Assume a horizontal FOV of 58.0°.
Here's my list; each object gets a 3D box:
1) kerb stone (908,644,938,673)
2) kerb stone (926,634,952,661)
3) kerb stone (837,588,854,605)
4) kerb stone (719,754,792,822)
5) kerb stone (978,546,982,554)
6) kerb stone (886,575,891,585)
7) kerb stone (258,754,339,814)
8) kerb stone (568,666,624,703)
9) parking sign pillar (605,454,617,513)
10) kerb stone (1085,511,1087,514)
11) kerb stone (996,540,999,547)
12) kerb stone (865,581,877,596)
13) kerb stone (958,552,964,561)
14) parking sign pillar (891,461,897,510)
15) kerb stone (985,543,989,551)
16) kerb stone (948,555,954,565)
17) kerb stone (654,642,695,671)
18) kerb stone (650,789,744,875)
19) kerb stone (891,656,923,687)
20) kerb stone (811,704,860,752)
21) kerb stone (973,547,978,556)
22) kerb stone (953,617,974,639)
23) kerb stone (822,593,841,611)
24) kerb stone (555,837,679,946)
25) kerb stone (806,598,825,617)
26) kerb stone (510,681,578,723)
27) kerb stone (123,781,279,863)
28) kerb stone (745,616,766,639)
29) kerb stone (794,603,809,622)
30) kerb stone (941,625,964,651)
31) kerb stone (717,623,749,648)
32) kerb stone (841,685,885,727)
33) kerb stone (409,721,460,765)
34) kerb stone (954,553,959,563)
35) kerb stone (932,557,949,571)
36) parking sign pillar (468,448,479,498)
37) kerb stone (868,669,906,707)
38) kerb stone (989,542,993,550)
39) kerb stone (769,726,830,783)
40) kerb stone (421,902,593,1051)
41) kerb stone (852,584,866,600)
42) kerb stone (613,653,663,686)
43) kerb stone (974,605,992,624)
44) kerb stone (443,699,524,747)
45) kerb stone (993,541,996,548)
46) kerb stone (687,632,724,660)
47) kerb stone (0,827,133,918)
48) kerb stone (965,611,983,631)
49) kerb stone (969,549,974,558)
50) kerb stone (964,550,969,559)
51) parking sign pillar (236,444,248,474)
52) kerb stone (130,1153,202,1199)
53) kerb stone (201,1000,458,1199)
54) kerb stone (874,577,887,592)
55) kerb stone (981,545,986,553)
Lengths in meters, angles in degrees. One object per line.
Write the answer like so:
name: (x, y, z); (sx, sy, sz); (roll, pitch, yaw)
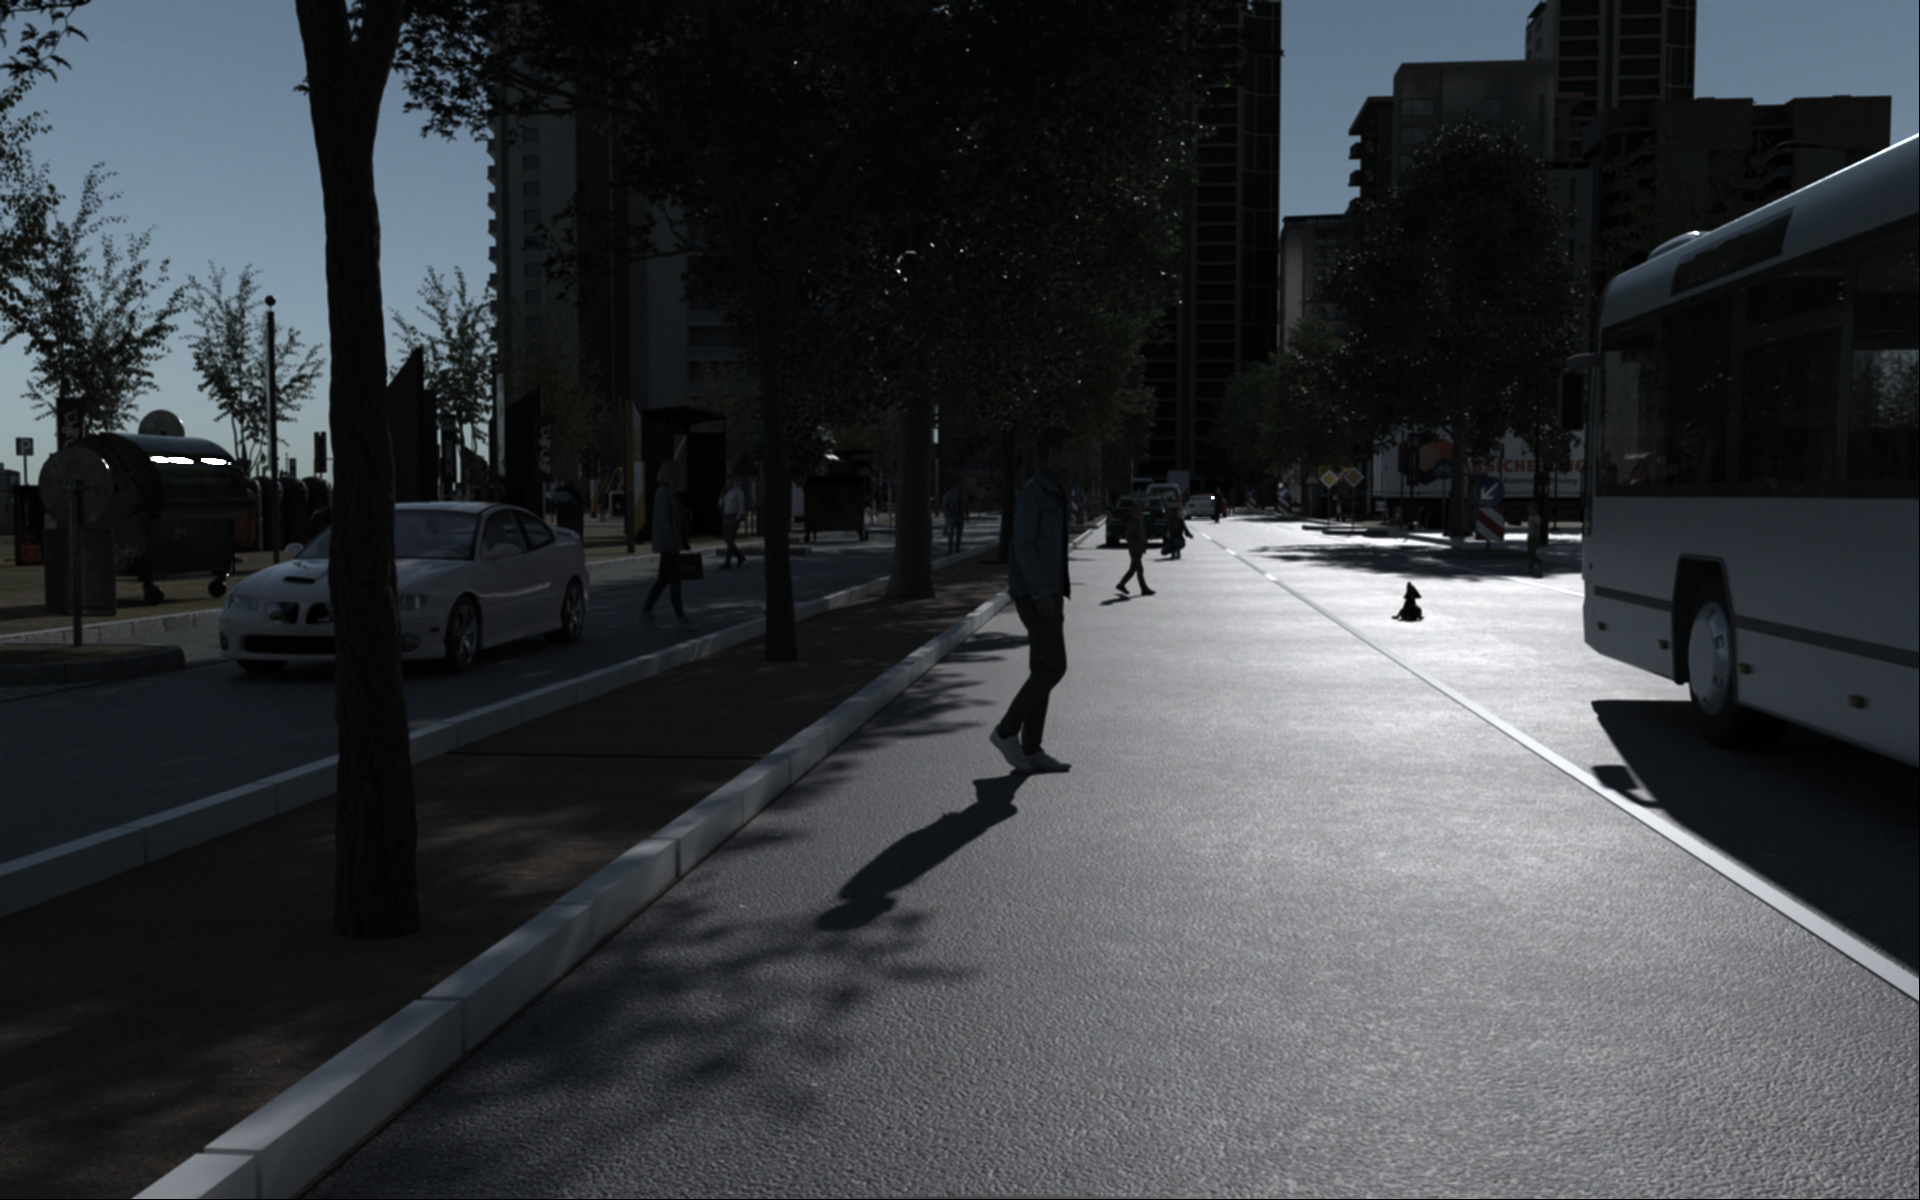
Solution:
kerb stone: (-0.316, 0.496, 14.092); (0.120, 0.150, 1.000); (0, 4, 6)
kerb stone: (-0.209, 0.433, 15.109); (0.120, 0.150, 1.000); (0, 4, 6)
kerb stone: (-1.555, -0.016, 22.465); (0.120, 0.150, 1.000); (0, 4, 6)
kerb stone: (-0.946, 0.871, 7.977); (0.120, 0.150, 1.000); (0, 4, 6)
kerb stone: (0.354, -1.138, 40.807); (0.120, 0.150, 1.000); (0, 4, 6)
kerb stone: (-1.127, -0.267, 26.554); (0.120, 0.150, 1.000); (0, 4, 6)
kerb stone: (-3.039, 0.856, 8.199); (0.120, 0.150, 1.000); (0, 4, 6)
kerb stone: (-2.607, 0.608, 12.276); (0.120, 0.150, 1.000); (0, 4, 6)
parking sign pillar: (-23.229, -7.789, 115.824); (1.447, 3.967, 1.447); (-1, 4, -18)
kerb stone: (9.831, -6.727, 132.173); (0.120, 0.150, 1.000); (0, 4, 6)
kerb stone: (0.874, -1.447, 45.893); (0.120, 0.150, 1.000); (0, 4, 6)
kerb stone: (-1.339, -0.138, 24.508); (0.120, 0.150, 1.000); (0, 4, 6)
kerb stone: (-0.069, -0.889, 36.737); (0.120, 0.150, 1.000); (0, 4, 6)
parking sign pillar: (-5.206, -9.435, 142.741); (1.447, 3.967, 1.447); (1, 4, 10)
kerb stone: (0.560, -1.263, 42.843); (0.120, 0.150, 1.000); (0, 4, 6)
kerb stone: (-0.289, -0.765, 34.705); (0.120, 0.150, 1.000); (0, 4, 6)
kerb stone: (-2.397, 0.485, 14.320); (0.120, 0.150, 1.000); (0, 4, 6)
kerb stone: (-1.050, 0.932, 6.961); (0.120, 0.150, 1.000); (0, 4, 6)
kerb stone: (-0.421, 0.562, 13.060); (0.120, 0.150, 1.000); (0, 4, 6)
kerb stone: (-0.731, 0.749, 10.010); (0.120, 0.150, 1.000); (0, 4, 6)
kerb stone: (0.244, -1.076, 39.787); (0.120, 0.150, 1.000); (0, 4, 6)
kerb stone: (0.005, 0.309, 17.144); (0.120, 0.150, 1.000); (0, 4, 6)
kerb stone: (-1.656, 0.046, 21.448); (0.120, 0.150, 1.000); (0, 4, 6)
kerb stone: (-1.165, 0.994, 5.936); (0.120, 0.150, 1.000); (0, 4, 6)
kerb stone: (-1.769, 0.108, 20.428); (0.120, 0.150, 1.000); (0, 4, 6)
kerb stone: (-2.720, 0.670, 11.248); (0.120, 0.150, 1.000); (0, 4, 6)
kerb stone: (-3.143, 0.920, 7.181); (0.120, 0.150, 1.000); (0, 4, 6)
kerb stone: (-2.081, 0.295, 17.369); (0.120, 0.150, 1.000); (0, 4, 6)
kerb stone: (-1.870, 0.171, 19.407); (0.120, 0.150, 1.000); (0, 4, 6)
kerb stone: (-0.097, 0.373, 16.125); (0.120, 0.150, 1.000); (0, 4, 6)
kerb stone: (-2.189, 0.357, 16.353); (0.120, 0.150, 1.000); (0, 4, 6)
kerb stone: (-0.630, 0.688, 11.027); (0.120, 0.150, 1.000); (0, 4, 6)
kerb stone: (-2.929, 0.797, 9.215); (0.120, 0.150, 1.000); (0, 4, 6)
kerb stone: (-0.178, -0.825, 35.721); (0.120, 0.150, 1.000); (0, 4, 6)
kerb stone: (-0.386, -0.703, 33.688); (0.120, 0.150, 1.000); (0, 4, 6)
parking sign pillar: (-27.394, -6.692, 97.891); (1.447, 3.967, 1.447); (1, 4, 10)
kerb stone: (-0.523, 0.621, 12.043); (0.120, 0.150, 1.000); (0, 4, 6)
kerb stone: (0.668, -1.325, 43.860); (0.120, 0.150, 1.000); (0, 4, 6)
kerb stone: (-0.839, 0.807, 8.993); (0.120, 0.150, 1.000); (0, 4, 6)
kerb stone: (-1.265, 1.057, 4.919); (0.120, 0.150, 1.000); (0, 4, 6)
kerb stone: (-1.446, -0.079, 23.487); (0.120, 0.150, 1.000); (0, 4, 6)
kerb stone: (-2.498, 0.544, 13.299); (0.120, 0.150, 1.000); (0, 4, 6)
kerb stone: (0.220, 0.187, 19.181); (0.120, 0.150, 1.000); (0, 4, 6)
kerb stone: (-2.825, 0.732, 10.232); (0.120, 0.150, 1.000); (0, 4, 6)
kerb stone: (0.766, -1.387, 44.877); (0.120, 0.150, 1.000); (0, 4, 6)
kerb stone: (-2.288, 0.420, 15.336); (0.120, 0.150, 1.000); (0, 4, 6)
kerb stone: (-3.246, 0.981, 6.164); (0.120, 0.150, 1.000); (0, 4, 6)
kerb stone: (0.113, 0.247, 18.164); (0.120, 0.150, 1.000); (0, 4, 6)
kerb stone: (0.147, -1.011, 38.770); (0.120, 0.150, 1.000); (0, 4, 6)
kerb stone: (0.034, -0.952, 37.754); (0.120, 0.150, 1.000); (0, 4, 6)
parking sign pillar: (-38.383, -6.375, 92.704); (1.447, 3.967, 1.447); (-2, 4, -27)
kerb stone: (-1.481, 1.185, 2.879); (0.120, 0.150, 1.000); (0, 4, 6)
kerb stone: (-1.374, 1.120, 3.896); (0.120, 0.150, 1.000); (0, 4, 6)
kerb stone: (-1.238, -0.204, 25.524); (0.120, 0.150, 1.000); (0, 4, 6)
kerb stone: (0.454, -1.201, 41.826); (0.120, 0.150, 1.000); (0, 4, 6)
